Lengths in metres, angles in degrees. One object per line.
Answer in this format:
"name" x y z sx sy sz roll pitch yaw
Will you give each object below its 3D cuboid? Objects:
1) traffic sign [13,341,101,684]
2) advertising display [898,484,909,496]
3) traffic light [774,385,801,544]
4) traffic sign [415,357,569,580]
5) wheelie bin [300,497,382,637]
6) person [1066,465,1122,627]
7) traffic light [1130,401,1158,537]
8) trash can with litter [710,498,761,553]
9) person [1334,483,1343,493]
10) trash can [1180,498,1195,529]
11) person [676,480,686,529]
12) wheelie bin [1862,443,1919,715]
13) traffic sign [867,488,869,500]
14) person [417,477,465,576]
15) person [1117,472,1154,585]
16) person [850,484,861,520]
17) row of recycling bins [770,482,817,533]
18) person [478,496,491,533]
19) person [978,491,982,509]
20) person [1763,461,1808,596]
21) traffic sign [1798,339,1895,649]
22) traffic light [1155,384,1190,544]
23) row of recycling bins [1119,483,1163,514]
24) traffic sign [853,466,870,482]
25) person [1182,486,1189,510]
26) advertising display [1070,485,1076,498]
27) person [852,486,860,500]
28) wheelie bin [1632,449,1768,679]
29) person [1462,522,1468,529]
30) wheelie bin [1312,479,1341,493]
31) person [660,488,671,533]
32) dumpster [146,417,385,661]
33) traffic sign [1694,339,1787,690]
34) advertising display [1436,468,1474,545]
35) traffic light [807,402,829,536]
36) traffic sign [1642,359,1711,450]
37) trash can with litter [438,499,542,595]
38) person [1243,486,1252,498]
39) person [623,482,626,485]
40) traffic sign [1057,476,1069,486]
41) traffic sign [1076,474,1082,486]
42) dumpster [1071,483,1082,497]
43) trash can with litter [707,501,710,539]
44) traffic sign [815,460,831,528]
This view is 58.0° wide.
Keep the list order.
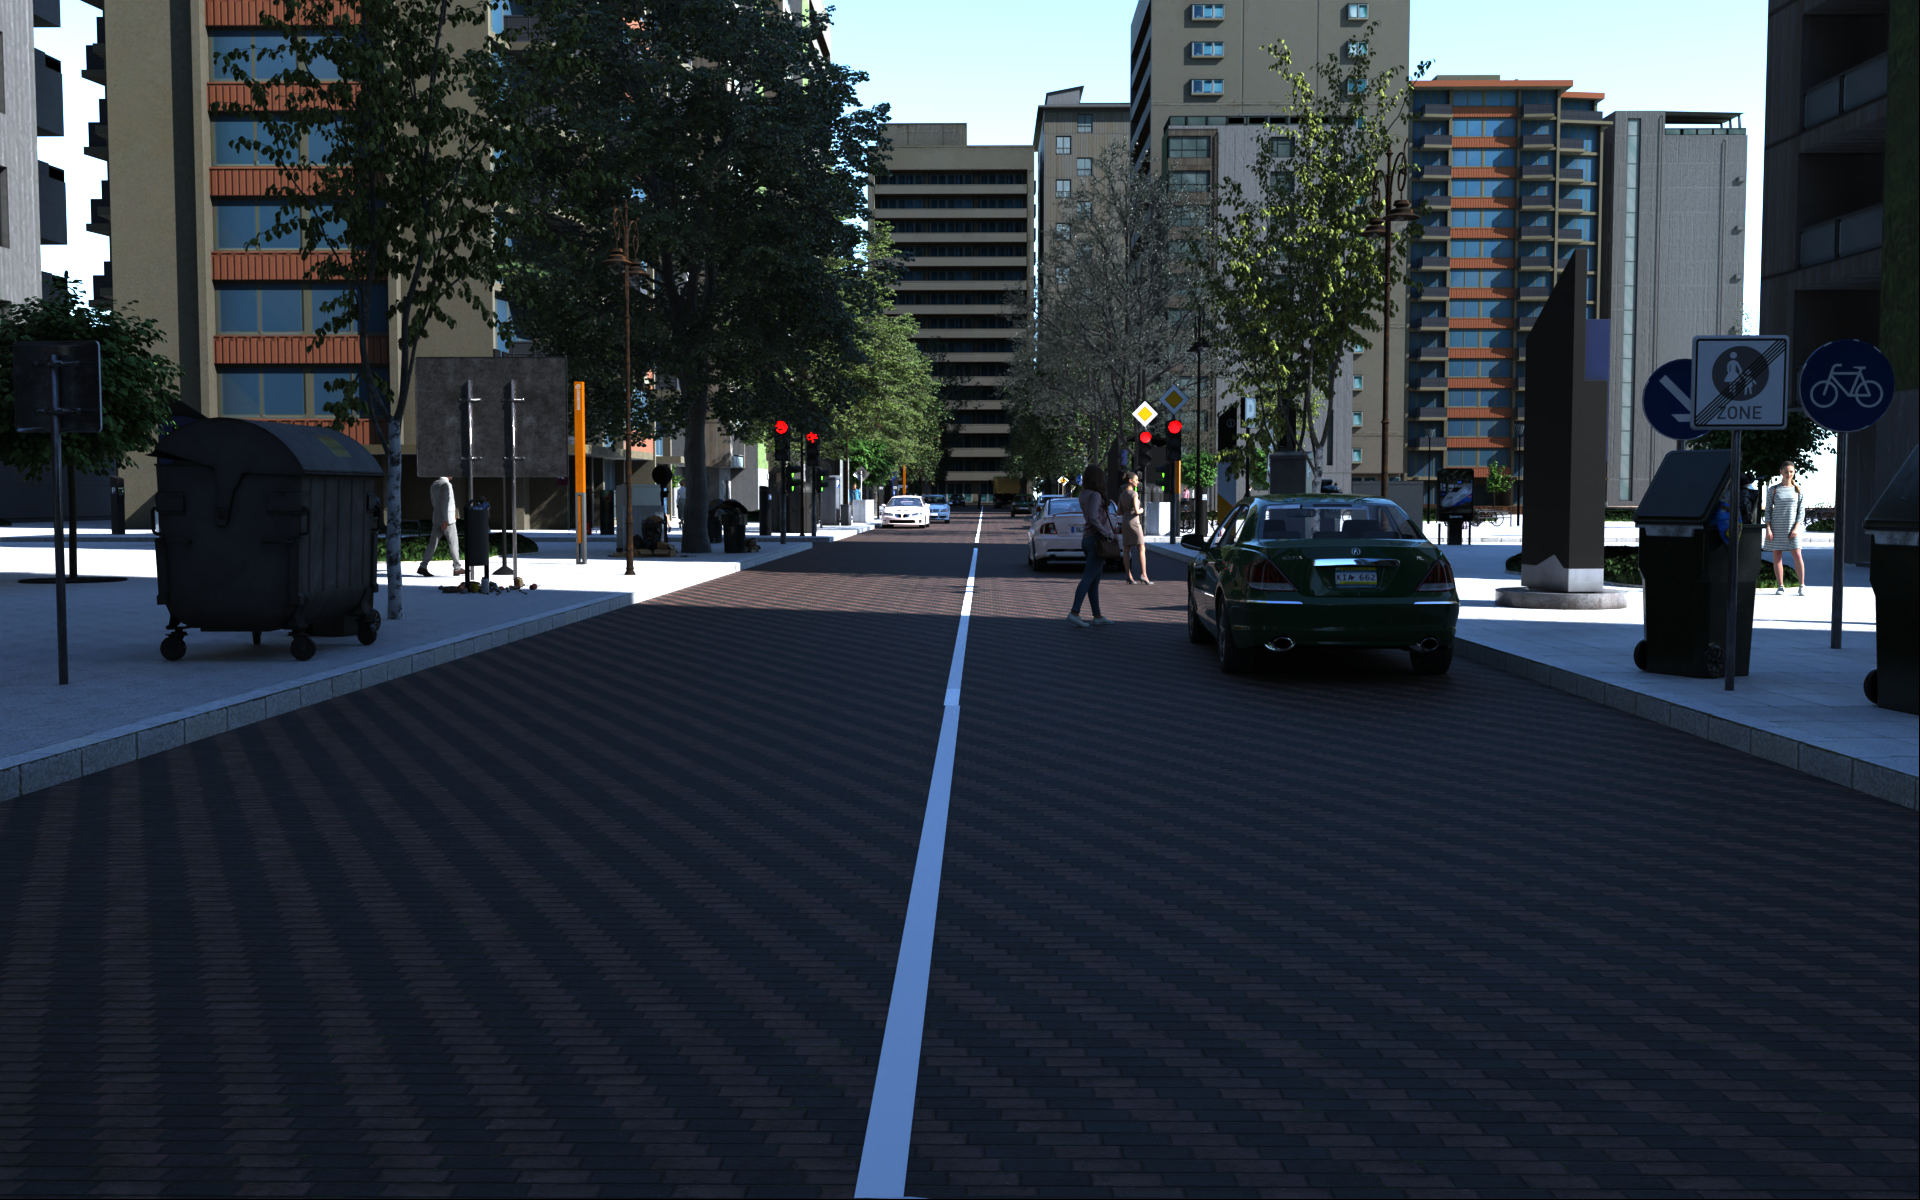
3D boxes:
"traffic sign" -6.047 -0.581 11.621 0.606 2.300 0.079 0 4 6
"advertising display" -3.828 -6.659 114.095 0.974 1.923 0.123 2 4 26
"traffic light" -4.525 -3.394 44.416 0.839 4.253 0.868 0 4 1
"traffic sign" -6.948 -1.947 25.711 2.265 3.308 0.079 0 4 1
"wheelie bin" -5.709 -0.481 15.765 0.980 1.594 0.693 1 4 17
"person" 1.416 -0.597 18.845 0.643 1.750 0.593 -1 4 -17
"traffic light" 5.548 -3.875 52.275 0.839 4.253 0.868 0 4 1
"trash can with litter" -4.848 -1.623 37.925 0.624 1.170 1.055 2 4 26
"person" 20.324 -5.383 93.415 0.648 1.900 0.474 -2 4 -27
"trash can" 8.225 -3.141 63.005 0.748 1.137 0.748 0 3 0
"person" -10.276 -3.540 64.141 0.478 1.798 0.641 2 4 24
"wheelie bin" 5.805 -0.141 10.219 0.693 1.594 0.980 0 4 -5
"traffic sign" -5.776 -6.646 108.770 0.768 2.556 0.104 0 4 6
"person" -8.074 -1.266 27.022 0.850 1.792 0.678 -3 5 -45
"person" 2.777 -1.142 27.513 0.374 1.781 0.599 -2 4 -33
"person" -5.091 -4.743 83.927 0.601 1.785 0.444 0 4 3
"row of recycling bins" -5.672 -3.121 58.141 1.069 1.692 3.534 -1 4 -21
"person" -14.678 -2.578 53.213 0.505 1.210 0.382 -1 4 -23
"person" 2.013 -9.566 165.439 0.750 1.759 0.617 2 4 31
"person" 10.505 -0.917 22.034 0.512 1.701 0.522 1 4 20
"traffic sign" 7.278 -0.869 14.311 0.768 2.556 0.104 0 4 3
"traffic light" 5.435 -3.387 44.291 0.839 4.253 0.868 0 4 1
"row of recycling bins" 6.971 -3.613 66.181 1.069 1.692 3.534 2 4 25
"traffic sign" -4.580 -4.920 80.180 0.795 2.593 0.064 0 4 7
"person" 14.671 -6.543 113.023 0.555 1.821 0.388 2 4 25
"advertising display" 7.955 -6.878 117.674 0.974 1.923 0.123 -1 4 -18
"person" -5.707 -5.389 94.419 0.793 1.790 0.793 1 4 8
"wheelie bin" 5.263 -0.273 12.364 0.693 1.594 0.980 -2 4 -26
"person" 18.313 -3.212 62.834 0.425 1.301 0.394 1 4 15
"wheelie bin" 7.743 -1.775 36.927 0.980 1.594 0.693 -3 5 -40
"person" -9.891 -3.149 57.561 0.654 1.822 0.581 3 5 43
"dumpster" -5.554 -0.502 13.964 1.264 1.857 1.865 0 4 1
"traffic sign" 5.029 -0.558 11.251 0.606 2.300 0.079 0 4 2
"advertising display" 12.477 -2.350 43.643 0.974 1.923 0.123 -1 4 -14
"traffic light" -4.412 -3.883 52.400 0.839 4.253 0.868 0 4 1
"traffic sign" 6.826 -0.998 16.418 0.768 2.556 0.104 0 4 4
"trash can with litter" -6.152 -0.736 23.098 1.678 1.210 2.233 1 4 14
"person" 19.360 -6.729 115.832 0.755 1.850 0.659 -1 4 -17
"person" -8.623 -2.263 44.860 0.330 1.601 0.589 -3 4 -38
"traffic sign" 7.069 -7.257 118.392 0.795 2.593 0.064 0 4 3
"traffic sign" 7.615 -6.582 107.718 0.768 2.556 0.104 0 4 2
"dumpster" 7.806 -6.509 108.923 1.502 2.255 1.985 0 4 1
"trash can with litter" -6.553 -2.054 44.966 0.624 1.170 1.055 3 4 38
"traffic sign" -5.251 -3.996 65.433 0.768 2.556 0.104 0 4 8
